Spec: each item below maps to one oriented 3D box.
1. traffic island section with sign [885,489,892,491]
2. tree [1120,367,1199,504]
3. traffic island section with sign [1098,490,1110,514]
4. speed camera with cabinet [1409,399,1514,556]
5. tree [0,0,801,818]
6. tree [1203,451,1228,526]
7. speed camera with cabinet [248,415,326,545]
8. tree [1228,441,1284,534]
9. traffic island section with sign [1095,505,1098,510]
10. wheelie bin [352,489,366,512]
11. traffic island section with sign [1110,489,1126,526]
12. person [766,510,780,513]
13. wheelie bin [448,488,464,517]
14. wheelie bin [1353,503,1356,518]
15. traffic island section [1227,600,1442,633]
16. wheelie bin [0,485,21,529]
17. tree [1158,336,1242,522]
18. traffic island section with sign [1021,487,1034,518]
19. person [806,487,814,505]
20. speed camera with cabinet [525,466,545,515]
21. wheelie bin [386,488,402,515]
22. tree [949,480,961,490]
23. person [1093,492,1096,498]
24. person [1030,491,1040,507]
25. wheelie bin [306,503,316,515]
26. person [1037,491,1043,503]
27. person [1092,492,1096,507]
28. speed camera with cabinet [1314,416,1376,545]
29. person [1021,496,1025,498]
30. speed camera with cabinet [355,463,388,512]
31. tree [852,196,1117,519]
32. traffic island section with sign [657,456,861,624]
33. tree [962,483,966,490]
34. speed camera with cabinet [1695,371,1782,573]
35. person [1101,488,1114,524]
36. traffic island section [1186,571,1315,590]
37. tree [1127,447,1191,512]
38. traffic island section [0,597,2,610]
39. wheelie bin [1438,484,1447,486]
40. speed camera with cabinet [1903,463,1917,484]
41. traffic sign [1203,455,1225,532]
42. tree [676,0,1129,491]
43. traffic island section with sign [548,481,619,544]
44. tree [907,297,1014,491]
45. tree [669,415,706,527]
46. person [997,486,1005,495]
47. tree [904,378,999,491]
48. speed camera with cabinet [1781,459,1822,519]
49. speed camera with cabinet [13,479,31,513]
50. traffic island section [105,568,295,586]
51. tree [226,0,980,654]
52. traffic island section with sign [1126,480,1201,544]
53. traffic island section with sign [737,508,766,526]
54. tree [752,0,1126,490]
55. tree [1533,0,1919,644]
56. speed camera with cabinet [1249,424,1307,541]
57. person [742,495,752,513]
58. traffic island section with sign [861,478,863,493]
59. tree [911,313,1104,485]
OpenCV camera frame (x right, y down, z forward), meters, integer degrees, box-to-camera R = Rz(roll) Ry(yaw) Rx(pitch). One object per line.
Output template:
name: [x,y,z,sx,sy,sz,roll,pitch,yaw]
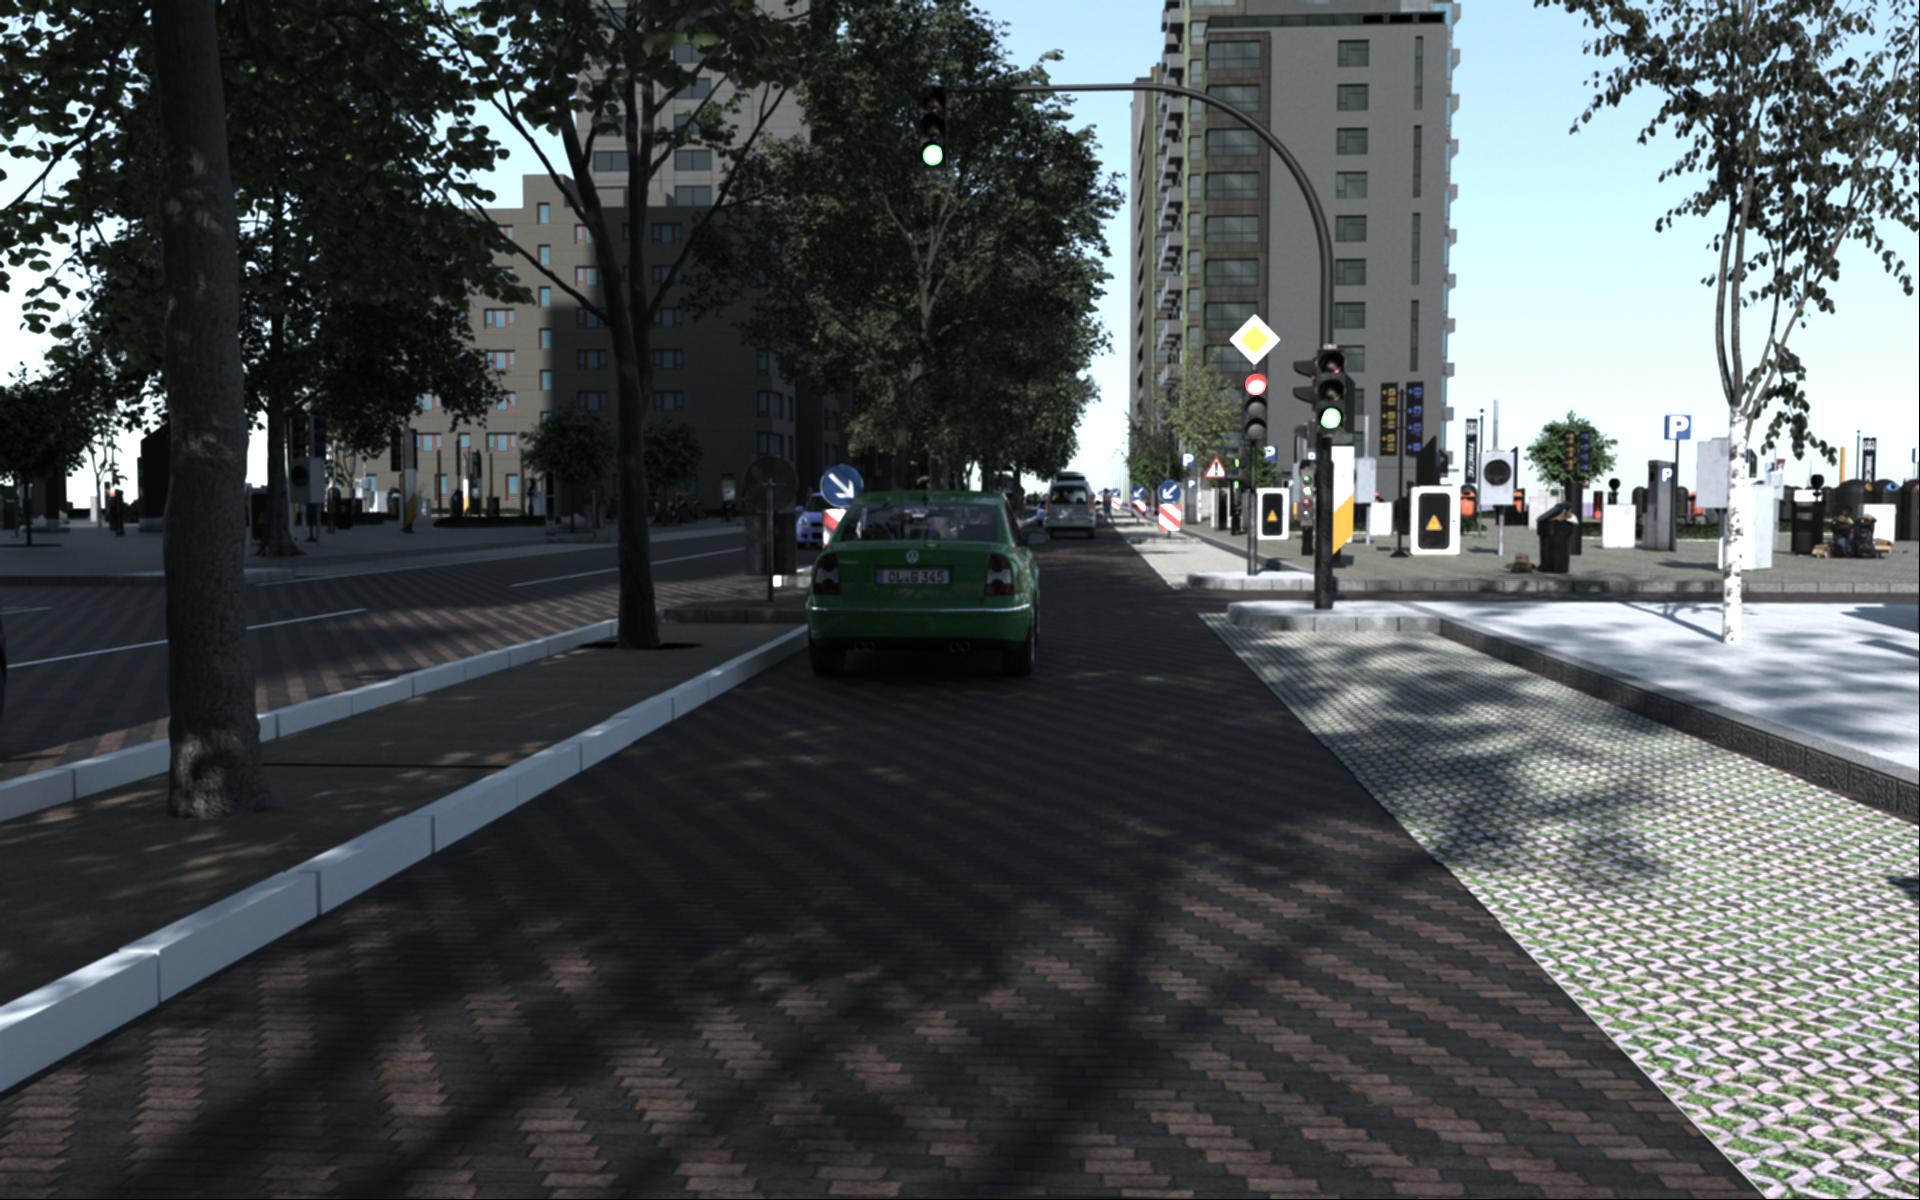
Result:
traffic island section with sign: [-5.304,-7.312,128.185,1.989,1.847,2.006,0,4,4]
tree: [11.398,-8.992,97.376,4.360,8.622,3.978,0,3,0]
traffic island section with sign: [11.285,-7.207,126.461,1.989,1.847,2.006,0,4,4]
speed camera with cabinet: [10.480,-2.560,36.185,2.038,3.252,0.660,1,4,11]
tree: [-3.270,-5.286,7.004,7.486,12.596,7.792,0,3,0]
tree: [10.574,-4.650,70.626,1.663,3.219,1.824,0,3,0]
speed camera with cabinet: [-16.960,-3.013,43.593,2.038,3.252,0.660,1,4,23]
tree: [9.734,-3.788,56.531,1.663,3.219,1.824,0,3,0]
traffic island section with sign: [13.223,-8.893,154.032,1.989,1.847,2.006,0,4,4]
wheelie bin: [-34.923,-5.651,100.298,0.693,1.594,0.980,3,4,39]
traffic island section with sign: [7.783,-4.175,76.887,1.989,1.847,2.006,0,4,4]
person: [-5.304,-2.490,49.392,0.537,1.800,0.526,-1,4,-21]
wheelie bin: [-25.683,-4.920,88.350,0.693,1.594,0.980,-2,4,-30]
wheelie bin: [18.080,-4.467,80.939,0.980,1.594,0.693,-1,4,-12]
traffic island section: [4.067,0.180,19.344,2.009,0.180,2.903,0,4,4]
wheelie bin: [-34.878,-3.387,63.287,0.693,1.594,0.980,2,4,26]
tree: [11.167,-7.948,80.318,4.737,8.622,4.395,0,3,0]
traffic island section with sign: [3.490,-5.764,102.373,2.006,1.907,1.989,0,4,4]
person: [-7.534,-4.860,88.137,0.709,1.800,0.728,3,5,40]
speed camera with cabinet: [-23.976,-6.339,97.974,0.660,3.252,2.038,1,4,15]
wheelie bin: [-29.623,-5.067,90.746,0.980,1.594,0.693,2,4,31]
tree: [-1.316,-13.899,221.851,1.663,3.219,1.824,0,3,0]
person: [17.410,-13.355,227.376,1.217,1.766,0.721,-3,5,-44]
person: [8.382,-11.265,192.698,1.348,1.821,0.705,-2,4,-31]
wheelie bin: [-29.045,-4.251,77.414,0.980,1.594,0.693,-1,4,-22]
person: [9.134,-11.473,196.798,1.217,1.736,0.721,2,4,28]
person: [14.816,-11.231,193.050,0.530,1.710,0.541,-2,4,-29]
speed camera with cabinet: [9.875,-3.066,44.467,0.660,3.252,2.038,-1,4,-19]
person: [7.971,-12.662,218.706,0.628,1.438,0.799,-3,5,-43]
speed camera with cabinet: [-33.536,-6.389,98.792,0.660,3.252,2.038,2,4,27]
tree: [0.991,-8.872,64.517,9.611,12.733,9.660,0,3,0]
traffic island section with sign: [-2.305,-0.727,20.030,2.006,1.907,1.989,0,4,4]
tree: [0.442,-15.330,245.239,1.663,3.219,1.824,0,3,0]
speed camera with cabinet: [12.822,-2.098,28.633,0.660,3.252,2.038,3,5,44]
person: [7.040,-4.491,82.760,0.563,1.720,0.643,-3,4,-37]
traffic island section: [4.628,-0.308,27.310,2.009,0.180,2.903,0,4,4]
tree: [13.474,-8.486,122.467,4.285,4.588,4.351,0,3,0]
traffic island section: [-12.882,0.107,20.537,2.009,0.180,2.903,0,4,4]
wheelie bin: [15.334,-2.882,55.025,0.693,1.594,0.980,3,4,38]
speed camera with cabinet: [49.831,-5.918,91.101,0.660,3.252,2.038,1,4,19]
traffic sign: [8.597,-3.556,58.138,0.884,2.594,0.081,0,4,7]
tree: [-1.225,-5.790,31.528,8.767,10.594,7.601,0,4,4]
traffic island section with sign: [-10.773,-2.565,50.570,1.989,1.847,2.006,0,4,4]
tree: [-0.039,-5.904,49.353,4.360,8.622,3.978,0,3,0]
tree: [-11.695,-5.185,68.482,4.285,4.588,4.351,0,3,0]
person: [1.929,-4.595,83.638,0.555,1.821,0.388,-1,4,-16]
tree: [0.207,-6.284,55.556,4.737,8.622,4.395,0,3,0]
speed camera with cabinet: [33.716,-4.632,70.072,2.038,3.252,0.660,1,4,23]
speed camera with cabinet: [-44.846,-5.378,82.271,2.038,3.252,0.660,3,5,41]
traffic island section: [-12.322,-0.381,28.503,2.009,0.180,2.903,0,4,4]
tree: [-3.081,-5.359,15.831,9.928,11.665,9.643,0,3,0]
traffic island section with sign: [5.906,-2.530,49.997,1.989,1.847,2.006,0,4,4]
traffic island section with sign: [-8.858,-4.229,77.780,1.989,1.847,2.006,0,4,4]
tree: [-0.469,-8.109,41.697,9.857,13.997,8.962,0,3,0]
tree: [6.871,-3.927,14.569,4.360,8.622,3.978,0,3,0]
speed camera with cabinet: [9.089,-3.298,48.260,2.038,3.252,0.660,-1,4,-18]
person: [-9.270,-4.109,75.492,0.447,1.846,0.655,0,4,-3]
traffic island section with sign: [-1.776,-1.179,27.419,2.006,1.907,1.989,0,4,4]
tree: [2.035,-10.678,87.406,12.009,13.543,11.850,0,3,0]
